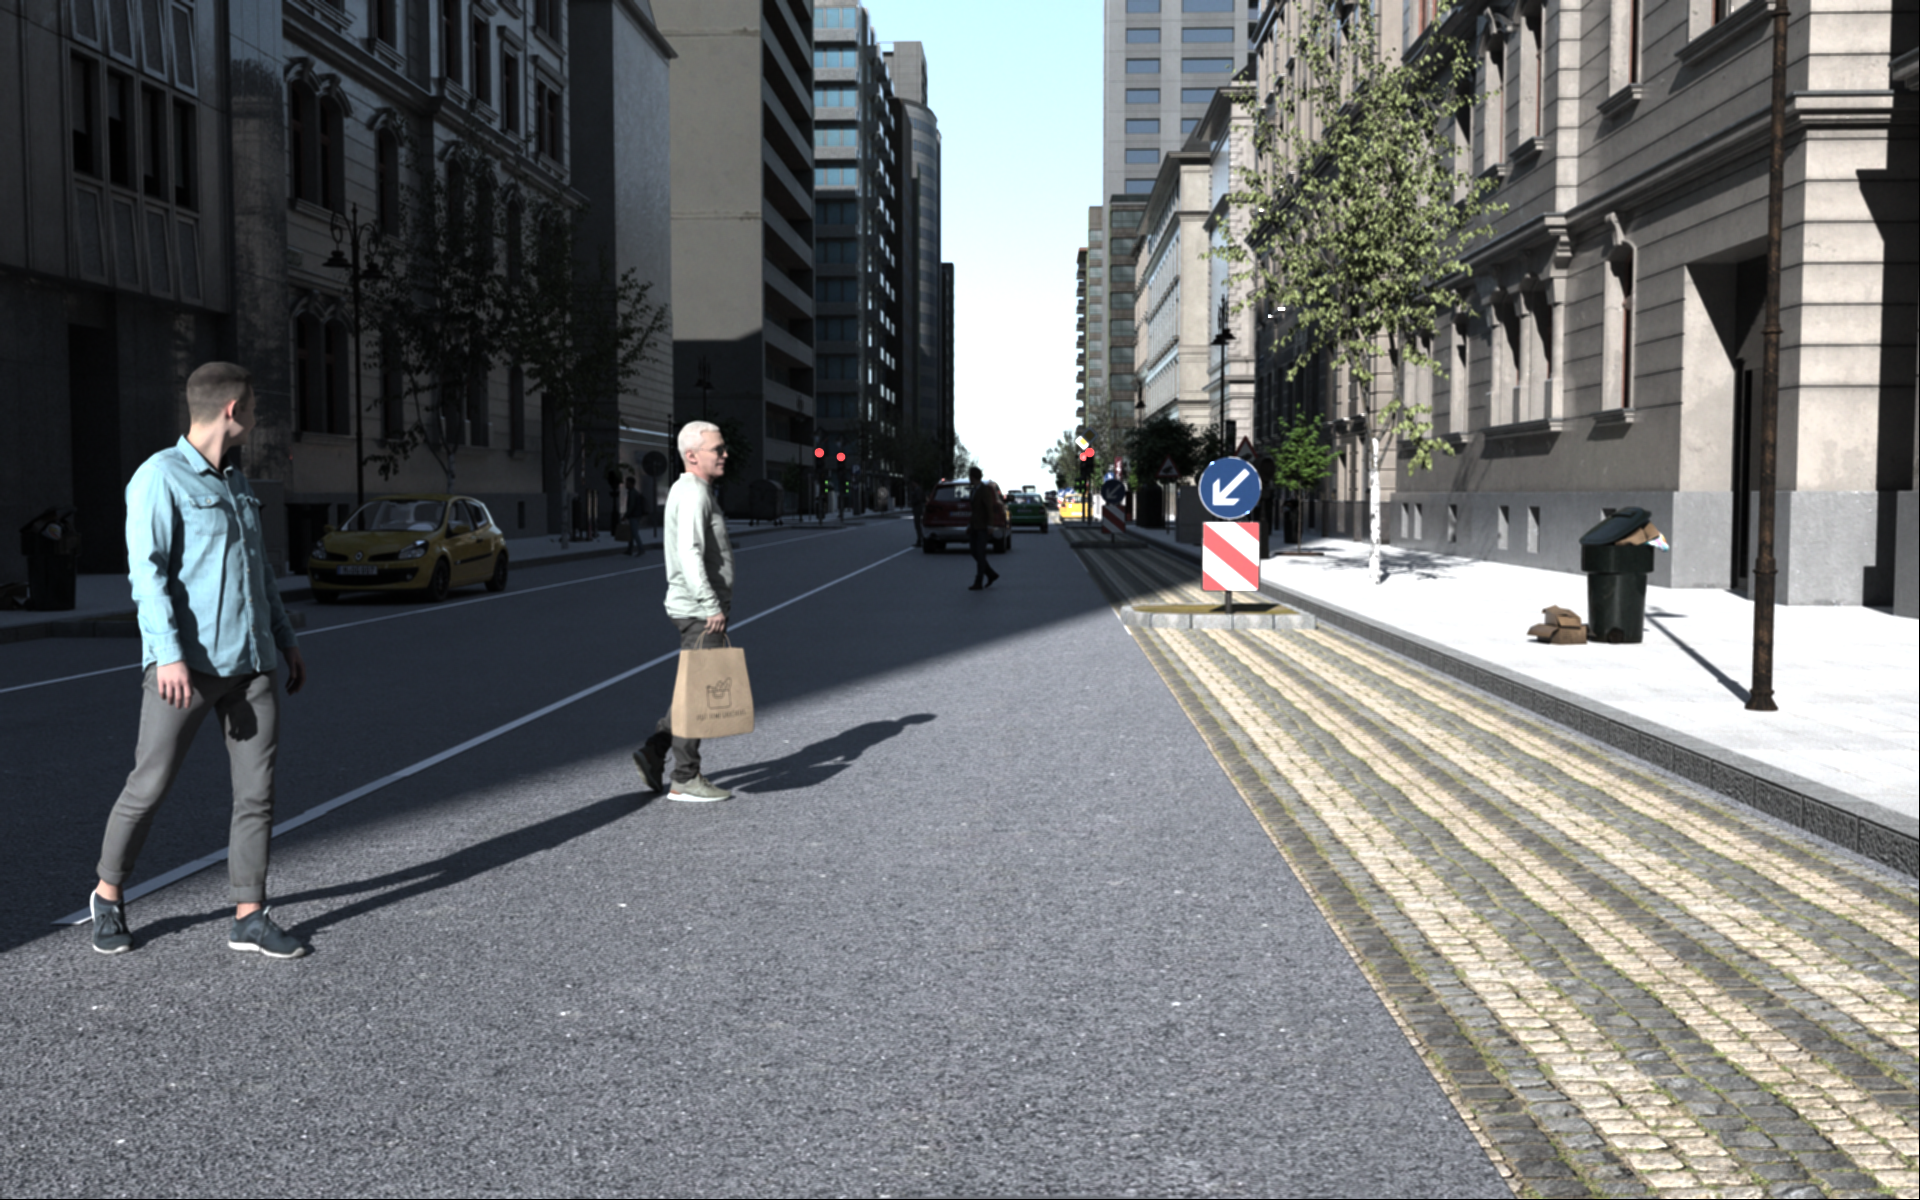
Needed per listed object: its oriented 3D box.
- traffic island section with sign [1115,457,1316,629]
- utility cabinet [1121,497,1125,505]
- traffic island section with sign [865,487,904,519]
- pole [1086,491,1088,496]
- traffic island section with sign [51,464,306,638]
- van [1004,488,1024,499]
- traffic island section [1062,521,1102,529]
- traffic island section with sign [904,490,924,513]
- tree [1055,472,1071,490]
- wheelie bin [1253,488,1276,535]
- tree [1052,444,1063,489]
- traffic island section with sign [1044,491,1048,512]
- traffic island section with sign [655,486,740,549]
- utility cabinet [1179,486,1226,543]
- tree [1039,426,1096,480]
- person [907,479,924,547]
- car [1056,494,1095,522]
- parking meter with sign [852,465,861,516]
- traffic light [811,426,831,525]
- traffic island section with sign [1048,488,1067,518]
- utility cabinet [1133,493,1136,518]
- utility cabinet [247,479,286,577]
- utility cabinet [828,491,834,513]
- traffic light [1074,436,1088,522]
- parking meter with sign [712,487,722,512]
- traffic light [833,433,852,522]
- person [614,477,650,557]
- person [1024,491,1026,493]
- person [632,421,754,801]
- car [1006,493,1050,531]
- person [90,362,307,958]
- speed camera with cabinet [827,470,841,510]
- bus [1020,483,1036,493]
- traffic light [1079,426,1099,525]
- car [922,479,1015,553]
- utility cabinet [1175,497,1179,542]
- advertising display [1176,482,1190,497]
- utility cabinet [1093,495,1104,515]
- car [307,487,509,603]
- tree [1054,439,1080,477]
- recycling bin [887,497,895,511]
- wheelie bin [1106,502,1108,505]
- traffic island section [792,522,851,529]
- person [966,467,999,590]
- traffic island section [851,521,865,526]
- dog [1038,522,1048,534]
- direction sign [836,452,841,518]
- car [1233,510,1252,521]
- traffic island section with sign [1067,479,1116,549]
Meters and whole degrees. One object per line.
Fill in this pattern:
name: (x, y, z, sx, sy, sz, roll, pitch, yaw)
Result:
traffic island section with sign: (2.797, -0.646, 19.186, 1.989, 1.847, 2.006, 0, 4, 2)
utility cabinet: (9.007, -5.110, 94.714, 0.306, 1.237, 1.020, 0, 4, -1)
traffic island section with sign: (-4.515, -5.701, 101.843, 1.989, 1.847, 2.006, 0, 4, 2)
pole: (10.311, -8.976, 140.605, 0.158, 3.312, 0.155, 0, 3, 0)
traffic island section with sign: (-8.071, -0.587, 18.219, 1.989, 1.847, 2.006, 0, 4, 2)
van: (3.897, -7.177, 124.360, 2.013, 2.044, 4.112, 0, 4, 1)
traffic island section: (5.675, -3.483, 79.236, 2.009, 0.180, 2.903, 0, 4, 2)
traffic island section with sign: (-3.347, -7.395, 129.528, 1.989, 1.847, 2.006, 0, 4, 2)
tree: (14.302, -13.831, 209.843, 4.285, 4.588, 4.351, 0, 3, 0)
wheelie bin: (9.510, -2.835, 54.268, 0.693, 1.594, 0.980, 1, 4, 17)
tree: (12.640, -14.978, 195.248, 4.360, 8.622, 3.978, 0, 3, 0)
traffic island section with sign: (7.461, -7.360, 128.965, 1.989, 1.847, 2.006, 0, 4, 2)
traffic island section with sign: (-6.894, -2.273, 45.791, 1.989, 1.847, 2.006, 0, 4, 2)
utility cabinet: (6.318, -2.230, 45.146, 1.173, 1.500, 0.318, 0, 4, 1)
tree: (14.775, -18.495, 236.806, 8.767, 10.594, 7.601, 1, 4, 15)
person: (-1.212, -2.368, 47.016, 0.447, 1.846, 0.655, 0, 4, 1)
car: (6.004, -4.865, 89.766, 2.015, 1.641, 3.980, 0, 4, 2)
parking meter with sign: (-6.182, -6.592, 104.047, 0.543, 3.016, 1.738, 0, 3, 0)
traffic light: (-5.755, -5.057, 71.598, 0.839, 4.253, 0.868, 0, 4, 2)
traffic island section with sign: (6.321, -5.713, 102.034, 1.989, 1.847, 2.006, 0, 4, 2)
utility cabinet: (9.207, -5.059, 91.400, 0.318, 1.500, 1.173, -1, 4, -15)
utility cabinet: (-10.720, -1.054, 25.919, 0.318, 1.500, 1.173, 3, 4, 38)
utility cabinet: (-8.662, -6.568, 116.070, 0.318, 1.500, 1.173, 0, 4, 2)
traffic light: (5.636, -5.517, 79.123, 0.839, 4.253, 0.868, 0, 4, 2)
parking meter with sign: (-10.235, -4.466, 69.281, 0.543, 3.016, 1.738, 3, 5, 44)
traffic light: (-5.416, -5.545, 79.575, 0.839, 4.253, 0.868, 0, 4, 2)
person: (-7.451, -1.885, 39.297, 0.713, 1.824, 0.794, 1, 4, 18)
person: (6.554, -10.011, 173.125, 0.756, 1.711, 0.436, -1, 4, -9)
person: (-1.242, 0.062, 7.980, 0.515, 1.767, 0.782, -1, 4, -14)
car: (2.452, -3.508, 66.159, 1.959, 1.807, 4.718, 0, 4, 2)
person: (-2.382, 0.179, 5.433, 0.748, 1.841, 0.638, 2, 4, 28)
speed camera with cabinet: (-10.487, -9.118, 143.412, 0.660, 3.252, 2.038, 2, 4, 32)
bus: (11.848, -18.885, 303.621, 2.948, 3.499, 13.247, 0, 4, 0)
traffic light: (5.297, -5.029, 71.145, 0.839, 4.253, 0.868, 0, 4, 2)
car: (0.216, -2.133, 43.545, 2.281, 1.827, 5.304, 0, 4, 4)
utility cabinet: (5.946, -2.170, 46.637, 0.306, 1.237, 1.020, 0, 4, 4)
advertising display: (11.756, -5.268, 91.346, 0.974, 1.923, 0.123, -3, 5, -40)
utility cabinet: (8.629, -5.841, 106.663, 0.306, 1.237, 1.020, 0, 4, -7)
car: (-7.635, -0.851, 24.130, 2.015, 1.641, 3.980, 0, 4, 3)
tree: (14.099, -16.496, 220.077, 4.737, 8.622, 4.395, 0, 3, 0)
recycling bin: (-5.350, -7.267, 131.364, 0.722, 1.027, 0.722, 1, 4, 9)
wheelie bin: (11.395, -7.771, 134.972, 0.693, 1.594, 0.980, 3, 5, 43)
traffic island section: (-5.795, -3.025, 71.734, 2.009, 0.180, 2.903, 0, 4, 2)
person: (0.305, -1.087, 26.188, 0.656, 1.842, 0.836, 2, 4, 34)
traffic island section: (-5.456, -3.513, 79.712, 2.009, 0.180, 2.903, 0, 4, 2)
dog: (2.967, -2.596, 62.643, 0.550, 0.427, 0.748, 3, 4, 39)
direction sign: (-6.503, -6.219, 93.673, 0.379, 3.537, 0.876, 0, 4, 7)
car: (13.495, -3.791, 73.984, 4.499, 1.417, 2.014, 0, 4, 4)
traffic island section with sign: (3.940, -2.293, 46.117, 1.989, 1.847, 2.006, 0, 4, 2)
